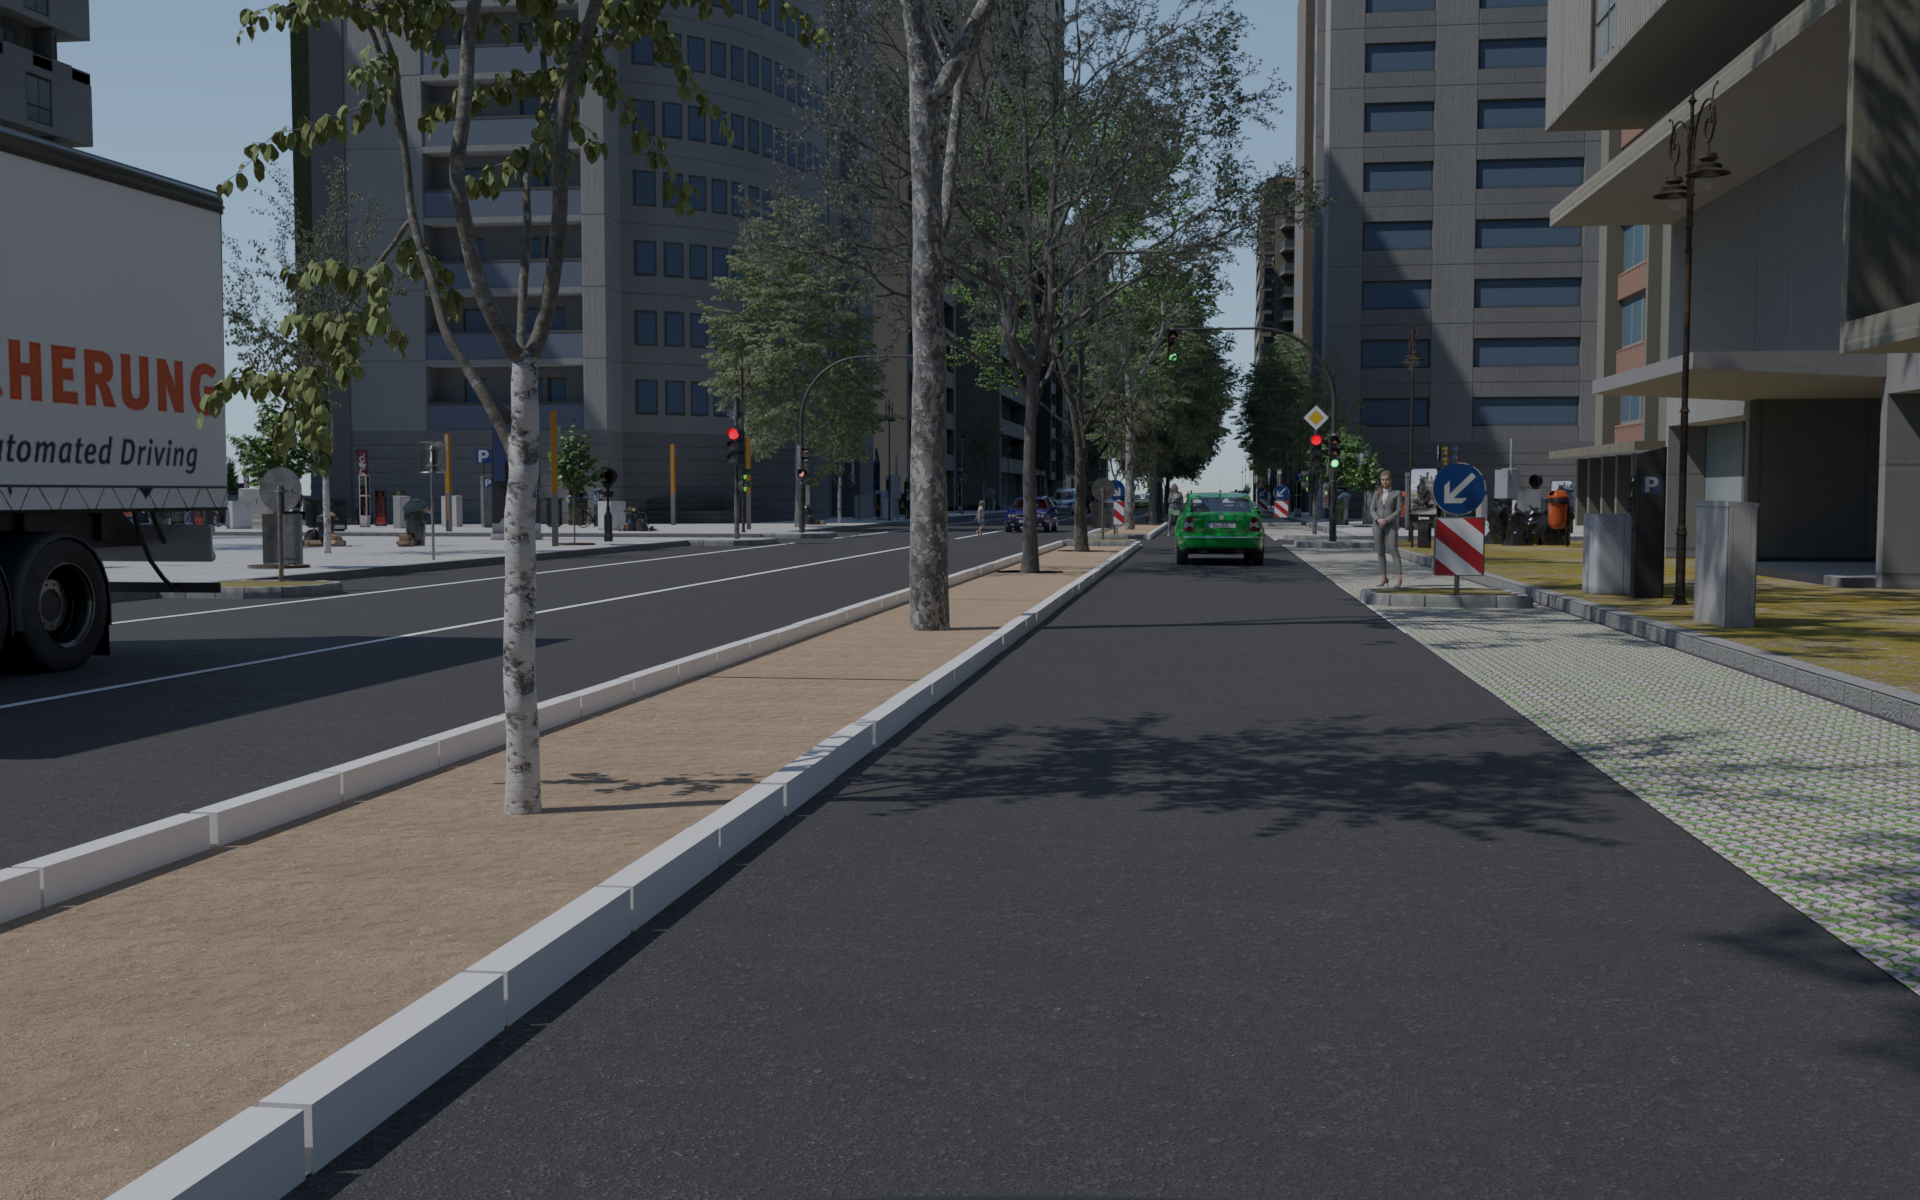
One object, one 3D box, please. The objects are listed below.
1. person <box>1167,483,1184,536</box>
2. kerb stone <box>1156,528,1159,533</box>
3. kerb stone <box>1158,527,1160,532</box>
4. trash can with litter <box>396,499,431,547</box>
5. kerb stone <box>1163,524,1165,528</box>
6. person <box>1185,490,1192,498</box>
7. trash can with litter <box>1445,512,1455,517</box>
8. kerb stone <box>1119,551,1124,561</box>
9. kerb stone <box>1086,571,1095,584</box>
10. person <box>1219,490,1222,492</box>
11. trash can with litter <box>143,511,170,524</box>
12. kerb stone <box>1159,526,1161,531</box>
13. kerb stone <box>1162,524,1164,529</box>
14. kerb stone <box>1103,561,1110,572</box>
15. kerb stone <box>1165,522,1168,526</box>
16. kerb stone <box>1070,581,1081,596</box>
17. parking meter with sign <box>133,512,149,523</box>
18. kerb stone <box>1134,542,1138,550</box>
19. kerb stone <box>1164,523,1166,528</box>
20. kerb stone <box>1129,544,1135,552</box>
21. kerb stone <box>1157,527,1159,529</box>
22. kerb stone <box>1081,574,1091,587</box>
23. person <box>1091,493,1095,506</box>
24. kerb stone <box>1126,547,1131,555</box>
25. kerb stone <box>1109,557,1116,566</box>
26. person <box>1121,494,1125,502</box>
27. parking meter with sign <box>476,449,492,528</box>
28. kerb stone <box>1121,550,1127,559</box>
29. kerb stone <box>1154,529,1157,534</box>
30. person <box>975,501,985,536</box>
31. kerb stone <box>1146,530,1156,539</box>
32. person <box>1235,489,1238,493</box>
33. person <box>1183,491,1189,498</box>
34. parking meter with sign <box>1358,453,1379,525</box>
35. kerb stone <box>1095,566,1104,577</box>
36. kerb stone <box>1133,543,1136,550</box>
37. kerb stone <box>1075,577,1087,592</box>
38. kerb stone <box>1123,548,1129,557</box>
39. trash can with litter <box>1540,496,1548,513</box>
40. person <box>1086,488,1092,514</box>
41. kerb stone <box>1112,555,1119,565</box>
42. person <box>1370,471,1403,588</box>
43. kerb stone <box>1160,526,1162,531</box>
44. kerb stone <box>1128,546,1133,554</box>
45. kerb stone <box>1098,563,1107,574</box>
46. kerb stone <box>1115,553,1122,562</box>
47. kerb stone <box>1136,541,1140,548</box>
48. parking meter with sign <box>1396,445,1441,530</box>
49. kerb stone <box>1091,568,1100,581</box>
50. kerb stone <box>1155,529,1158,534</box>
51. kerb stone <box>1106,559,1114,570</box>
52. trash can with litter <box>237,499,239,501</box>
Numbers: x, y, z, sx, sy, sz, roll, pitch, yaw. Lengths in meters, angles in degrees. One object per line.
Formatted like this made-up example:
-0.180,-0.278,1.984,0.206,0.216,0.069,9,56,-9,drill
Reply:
7.339,-3.073,58.925,0.537,1.800,0.526,1,4,16,person
6.775,-2.340,60.456,0.120,0.150,1.000,1,4,8,kerb stone
7.059,-2.464,62.483,0.120,0.150,1.000,1,4,8,kerb stone
-13.397,-1.901,42.462,0.624,1.170,1.055,0,4,5,trash can with litter
7.949,-2.836,68.567,0.120,0.150,1.000,1,4,8,kerb stone
22.935,-9.990,171.806,1.348,1.831,0.705,1,4,22,person
17.164,-2.997,60.382,0.624,1.170,1.055,2,4,31,trash can with litter
3.327,-0.882,36.610,0.120,0.150,1.000,1,4,8,kerb stone
2.013,-0.321,27.468,0.120,0.150,1.000,1,4,8,kerb stone
23.912,-9.204,159.004,0.705,1.821,1.348,0,4,-4,person
-21.572,-2.164,46.762,0.624,1.170,1.055,0,4,-3,trash can with litter
7.204,-2.526,63.494,0.120,0.150,1.000,1,4,8,kerb stone
7.791,-2.773,67.554,0.120,0.150,1.000,1,4,8,kerb stone
2.600,-0.571,31.537,0.120,0.150,1.000,1,4,8,kerb stone
8.532,-3.085,72.629,0.120,0.150,1.000,1,4,8,kerb stone
1.572,-0.136,24.423,0.120,0.150,1.000,1,4,8,kerb stone
-35.968,-4.929,76.845,0.543,3.016,1.738,1,4,16,parking meter with sign
4.359,-1.317,43.730,0.120,0.150,1.000,1,4,8,kerb stone
8.237,-2.961,70.607,0.120,0.150,1.000,1,4,8,kerb stone
4.067,-1.192,41.691,0.120,0.150,1.000,1,4,8,kerb stone
6.916,-2.401,61.469,0.120,0.150,1.000,1,4,8,kerb stone
1.868,-0.259,26.454,0.120,0.150,1.000,1,4,8,kerb stone
15.573,-11.921,203.043,1.348,1.869,0.705,1,4,10,person
3.773,-1.068,39.658,0.120,0.150,1.000,1,4,8,kerb stone
2.892,-0.694,33.565,0.120,0.150,1.000,1,4,8,kerb stone
9.686,-5.732,102.028,0.655,1.846,0.447,-2,4,-32,person
-18.228,-4.305,66.652,0.543,3.016,1.738,-1,4,-22,parking meter with sign
3.490,-0.944,37.629,0.120,0.150,1.000,1,4,8,kerb stone
6.477,-2.216,58.429,0.120,0.150,1.000,1,4,8,kerb stone
0.674,-2.776,58.906,0.382,1.210,0.505,0,4,-4,person
6.326,-2.151,57.411,0.120,0.150,1.000,1,4,8,kerb stone
20.392,-7.266,127.568,0.850,1.792,0.678,-1,4,-10,person
24.139,-10.660,183.316,1.217,1.766,0.721,1,4,20,person
17.452,-4.719,73.412,0.543,3.016,1.738,3,4,37,parking meter with sign
2.311,-0.439,29.496,0.120,0.150,1.000,1,4,8,kerb stone
4.209,-1.255,42.713,0.120,0.150,1.000,1,4,8,kerb stone
1.732,-0.196,25.436,0.120,0.150,1.000,1,4,8,kerb stone
3.624,-1.006,38.647,0.120,0.150,1.000,1,4,8,kerb stone
26.909,-4.274,80.937,2.233,1.210,1.678,3,4,38,trash can with litter
9.231,-7.120,124.826,0.656,1.842,0.836,2,4,26,person
3.036,-0.755,34.578,0.120,0.150,1.000,1,4,8,kerb stone
6.525,-1.086,26.528,0.520,1.790,0.573,1,4,17,person
7.358,-2.588,64.511,0.120,0.150,1.000,1,4,8,kerb stone
3.918,-1.130,40.674,0.120,0.150,1.000,1,4,8,kerb stone
2.457,-0.506,30.520,0.120,0.150,1.000,1,4,8,kerb stone
3.184,-0.819,35.592,0.120,0.150,1.000,1,4,8,kerb stone
4.510,-1.379,44.741,0.120,0.150,1.000,1,4,8,kerb stone
16.197,-4.002,61.689,1.738,3.016,0.543,1,4,12,parking meter with sign
2.164,-0.380,28.482,0.120,0.150,1.000,1,4,8,kerb stone
6.623,-2.278,59.445,0.120,0.150,1.000,1,4,8,kerb stone
2.750,-0.627,32.549,0.120,0.150,1.000,1,4,8,kerb stone
-36.111,-4.612,86.791,0.624,1.170,1.055,1,4,21,trash can with litter
